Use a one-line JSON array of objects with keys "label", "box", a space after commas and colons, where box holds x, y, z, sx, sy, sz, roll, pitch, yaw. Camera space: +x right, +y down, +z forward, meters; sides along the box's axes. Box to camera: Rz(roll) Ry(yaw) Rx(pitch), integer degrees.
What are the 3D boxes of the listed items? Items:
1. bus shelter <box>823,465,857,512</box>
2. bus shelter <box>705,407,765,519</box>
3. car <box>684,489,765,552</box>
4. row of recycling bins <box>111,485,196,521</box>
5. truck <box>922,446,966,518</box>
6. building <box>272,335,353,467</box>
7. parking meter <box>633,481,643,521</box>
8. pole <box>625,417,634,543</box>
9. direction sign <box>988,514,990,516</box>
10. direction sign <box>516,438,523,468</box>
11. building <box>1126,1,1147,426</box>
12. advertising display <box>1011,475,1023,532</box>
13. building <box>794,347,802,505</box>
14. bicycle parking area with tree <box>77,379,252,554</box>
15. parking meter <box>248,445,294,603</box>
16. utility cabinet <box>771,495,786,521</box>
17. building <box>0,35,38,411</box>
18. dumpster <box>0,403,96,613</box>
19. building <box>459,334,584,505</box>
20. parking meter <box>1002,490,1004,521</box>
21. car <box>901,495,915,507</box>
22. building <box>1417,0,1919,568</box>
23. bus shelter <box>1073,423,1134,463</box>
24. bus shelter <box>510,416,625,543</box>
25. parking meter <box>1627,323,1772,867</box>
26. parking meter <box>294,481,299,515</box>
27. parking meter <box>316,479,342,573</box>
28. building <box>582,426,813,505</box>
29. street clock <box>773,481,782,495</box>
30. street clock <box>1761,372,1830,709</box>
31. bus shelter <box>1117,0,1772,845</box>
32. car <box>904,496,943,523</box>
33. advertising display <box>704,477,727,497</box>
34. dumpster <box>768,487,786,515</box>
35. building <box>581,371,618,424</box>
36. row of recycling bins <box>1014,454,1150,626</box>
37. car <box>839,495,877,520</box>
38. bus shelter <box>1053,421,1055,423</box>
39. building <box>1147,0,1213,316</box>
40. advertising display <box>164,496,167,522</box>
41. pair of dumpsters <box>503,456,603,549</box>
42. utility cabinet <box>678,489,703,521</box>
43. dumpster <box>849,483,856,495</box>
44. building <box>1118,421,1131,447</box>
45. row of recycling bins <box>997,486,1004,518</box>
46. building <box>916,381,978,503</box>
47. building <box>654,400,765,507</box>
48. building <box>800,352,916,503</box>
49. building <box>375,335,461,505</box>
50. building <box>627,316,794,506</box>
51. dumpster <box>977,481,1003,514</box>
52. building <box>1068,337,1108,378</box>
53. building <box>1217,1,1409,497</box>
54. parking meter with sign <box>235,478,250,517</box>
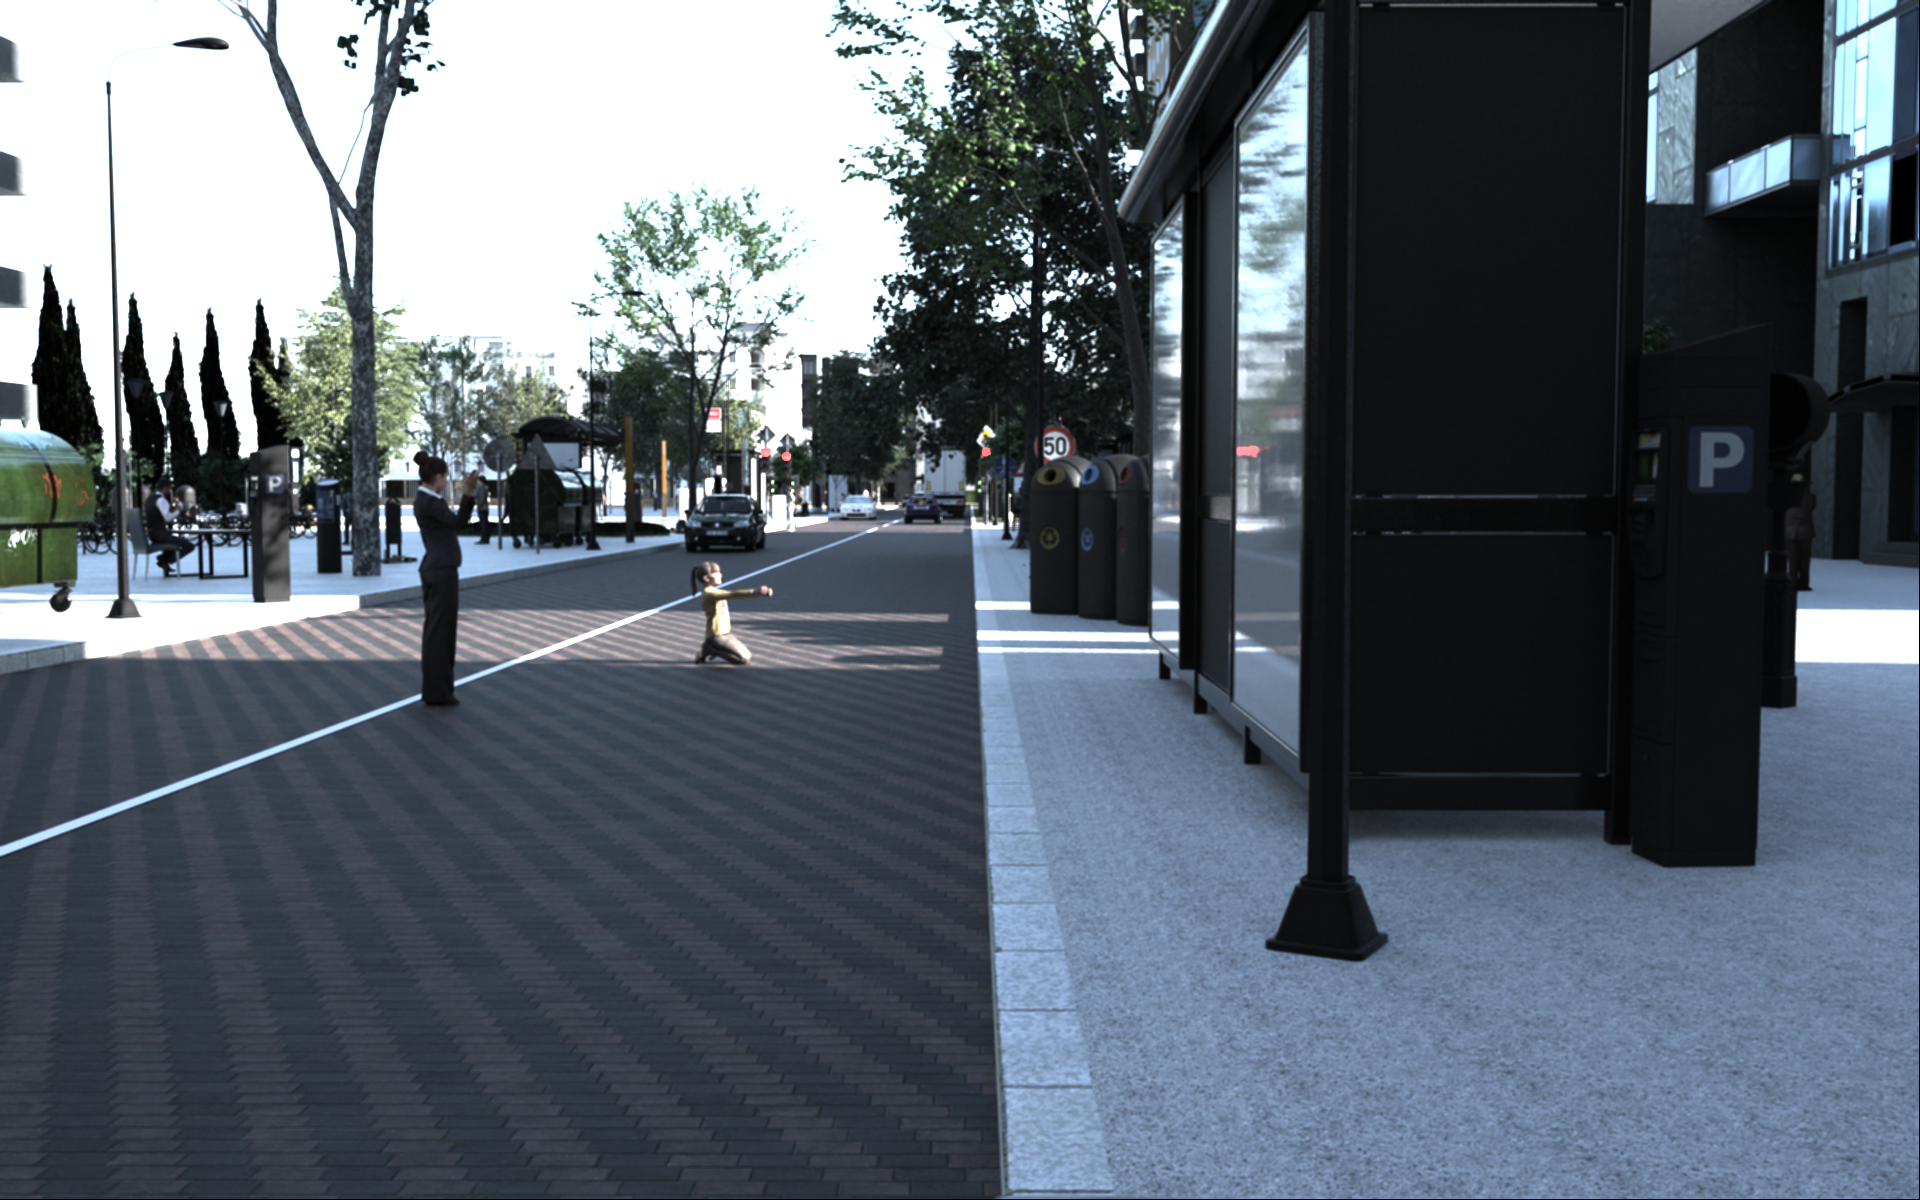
[{"label": "bus shelter", "box": [-8.544, -7.916, 123.342, 2.014, 3.302, 5.546, 0, 4, 0]}, {"label": "bus shelter", "box": [-10.697, -6.446, 83.030, 2.179, 5.291, 8.768, 0, 4, 1]}, {"label": "car", "box": [-5.980, -2.112, 44.318, 2.009, 1.686, 4.222, 0, 4, -1]}, {"label": "row of recycling bins", "box": [-36.905, -4.415, 79.297, 3.534, 1.692, 1.069, -2, 4, -23]}, {"label": "truck", "box": [-0.989, -7.253, 107.493, 2.839, 4.237, 11.283, 0, 4, -1]}, {"label": "building", "box": [-75.384, -21.738, 211.840, 11.380, 20.091, 16.016, 0, 4, 0]}, {"label": "parking meter", "box": [-14.813, -4.529, 79.761, 0.399, 1.863, 0.255, 1, 4, 9]}, {"label": "pole", "box": [-8.749, -3.180, 45.835, 0.158, 3.312, 0.155, 0, 3, 0]}, {"label": "direction sign", "box": [1.583, -6.595, 99.828, 0.379, 3.537, 0.876, -1, 4, -15]}, {"label": "direction sign", "box": [-16.953, -4.614, 67.434, 0.876, 3.537, 0.379, 2, 4, 32]}, {"label": "building", "box": [24.840, -29.588, 138.388, 22.147, 44.769, 28.867, 0, 4, 0]}, {"label": "advertising display", "box": [2.201, -3.312, 59.360, 0.974, 1.923, 0.123, -2, 4, -28]}, {"label": "building", "box": [-26.267, -20.996, 199.702, 16.016, 20.091, 11.380, 0, 4, 0]}, {"label": "bicycle parking area with tree", "box": [-20.885, -3.286, 40.721, 9.016, 4.147, 8.231, 2, 4, 24]}, {"label": "parking meter", "box": [-8.163, -0.902, 20.459, 0.255, 1.863, 0.399, 3, 5, 39]}, {"label": "utility cabinet", "box": [-8.698, -4.474, 84.305, 1.020, 1.237, 0.306, -2, 4, -30]}, {"label": "building", "box": [-42.960, -25.945, 43.816, 30.456, 49.044, 23.786, 0, 4, 0]}, {"label": "dumpster", "box": [-10.143, -0.942, 17.891, 1.502, 2.255, 1.985, 0, 4, 0]}, {"label": "building", "box": [-52.606, -21.684, 210.960, 11.380, 20.091, 16.016, 0, 4, 0]}, {"label": "parking meter", "box": [2.158, -4.451, 81.183, 0.372, 1.533, 0.369, 0, 3, 0]}, {"label": "car", "box": [-5.456, -10.761, 188.522, 1.945, 1.354, 3.894, 0, 4, 0]}, {"label": "building", "box": [24.077, -43.946, 31.184, 22.319, 86.520, 31.000, 0, 4, 0]}, {"label": "bus shelter", "box": [3.959, -3.400, 49.510, 2.014, 3.302, 5.546, 0, 4, 0]}, {"label": "bus shelter", "box": [-10.656, -3.298, 47.842, 2.014, 3.302, 5.546, 0, 4, 0]}, {"label": "parking meter", "box": [2.555, -0.019, 6.023, 0.399, 1.863, 0.255, 0, 4, -3]}, {"label": "parking meter", "box": [-30.456, -4.493, 79.163, 0.255, 1.863, 0.399, 2, 4, 35]}, {"label": "parking meter", "box": [-10.261, -1.208, 28.154, 0.372, 1.533, 0.369, 0, 3, 0]}, {"label": "building", "box": [-32.679, -16.668, 214.672, 28.070, 9.664, 9.099, 0, 4, 0]}, {"label": "street clock", "box": [-9.810, -5.409, 93.007, 0.471, 2.002, 0.358, -1, 4, -20]}, {"label": "street clock", "box": [4.924, -0.358, 10.423, 0.358, 2.002, 0.471, -3, 4, -37]}, {"label": "bus shelter", "box": [2.164, -2.007, 10.440, 2.179, 5.291, 8.768, 0, 4, 0]}, {"label": "car", "box": [-1.814, -4.471, 85.688, 1.945, 1.354, 3.894, 0, 4, 2]}, {"label": "advertising display", "box": [-9.473, -3.789, 67.167, 0.974, 1.923, 0.123, -3, 4, -37]}, {"label": "dumpster", "box": [-11.144, -6.187, 106.909, 1.264, 1.857, 1.865, 0, 4, 0]}, {"label": "building", "box": [-54.696, -23.870, 256.732, 31.486, 18.905, 16.747, 0, 4, 0]}, {"label": "row of recycling bins", "box": [1.770, -0.637, 17.531, 1.069, 1.692, 3.534, -2, 4, -24]}, {"label": "car", "box": [-5.646, -5.142, 96.435, 2.083, 1.381, 4.827, 0, 3, 0]}, {"label": "bus shelter", "box": [4.443, -6.524, 84.299, 2.179, 5.291, 8.768, 0, 4, 0]}, {"label": "building", "box": [20.198, -28.550, 116.904, 14.600, 45.320, 14.200, 0, 4, 0]}, {"label": "advertising display", "box": [-32.188, -3.964, 70.031, 0.123, 1.923, 0.974, -2, 4, -30]}, {"label": "pair of dumpsters", "box": [-10.019, -2.463, 42.758, 1.574, 2.255, 4.437, 0, 4, 0]}, {"label": "utility cabinet", "box": [-10.801, -3.755, 70.071, 1.173, 1.500, 0.318, -2, 4, -31]}, {"label": "dumpster", "box": [-9.612, -9.191, 152.760, 1.502, 2.255, 1.985, 0, 4, 0]}, {"label": "building", "box": [18.260, -14.138, 173.311, 9.099, 9.664, 28.070, 0, 4, 0]}, {"label": "row of recycling bins", "box": [3.716, -5.202, 92.165, 3.534, 1.692, 1.069, 0, 4, 8]}, {"label": "building", "box": [9.495, -23.866, 256.661, 31.486, 18.905, 16.747, 0, 4, 0]}, {"label": "building", "box": [-23.523, -13.855, 168.671, 9.099, 9.664, 28.070, 0, 4, 0]}, {"label": "building", "box": [-22.537, -25.594, 262.433, 32.646, 21.610, 27.936, 0, 4, 0]}, {"label": "building", "box": [-64.004, -21.732, 211.737, 11.380, 20.091, 16.016, 0, 4, 0]}, {"label": "building", "box": [-26.991, -20.284, 188.060, 16.016, 20.091, 11.380, 0, 4, 0]}, {"label": "dumpster", "box": [1.868, -6.754, 112.925, 1.502, 2.255, 1.985, 0, 4, 0]}, {"label": "building", "box": [21.784, -20.567, 202.731, 16.747, 18.905, 31.486, 0, 4, 0]}, {"label": "building", "box": [21.325, -19.764, 94.847, 14.107, 30.474, 14.160, 0, 4, 0]}, {"label": "parking meter with sign", "box": [-32.399, -5.088, 79.447, 0.543, 3.016, 1.738, 2, 4, 27]}]
